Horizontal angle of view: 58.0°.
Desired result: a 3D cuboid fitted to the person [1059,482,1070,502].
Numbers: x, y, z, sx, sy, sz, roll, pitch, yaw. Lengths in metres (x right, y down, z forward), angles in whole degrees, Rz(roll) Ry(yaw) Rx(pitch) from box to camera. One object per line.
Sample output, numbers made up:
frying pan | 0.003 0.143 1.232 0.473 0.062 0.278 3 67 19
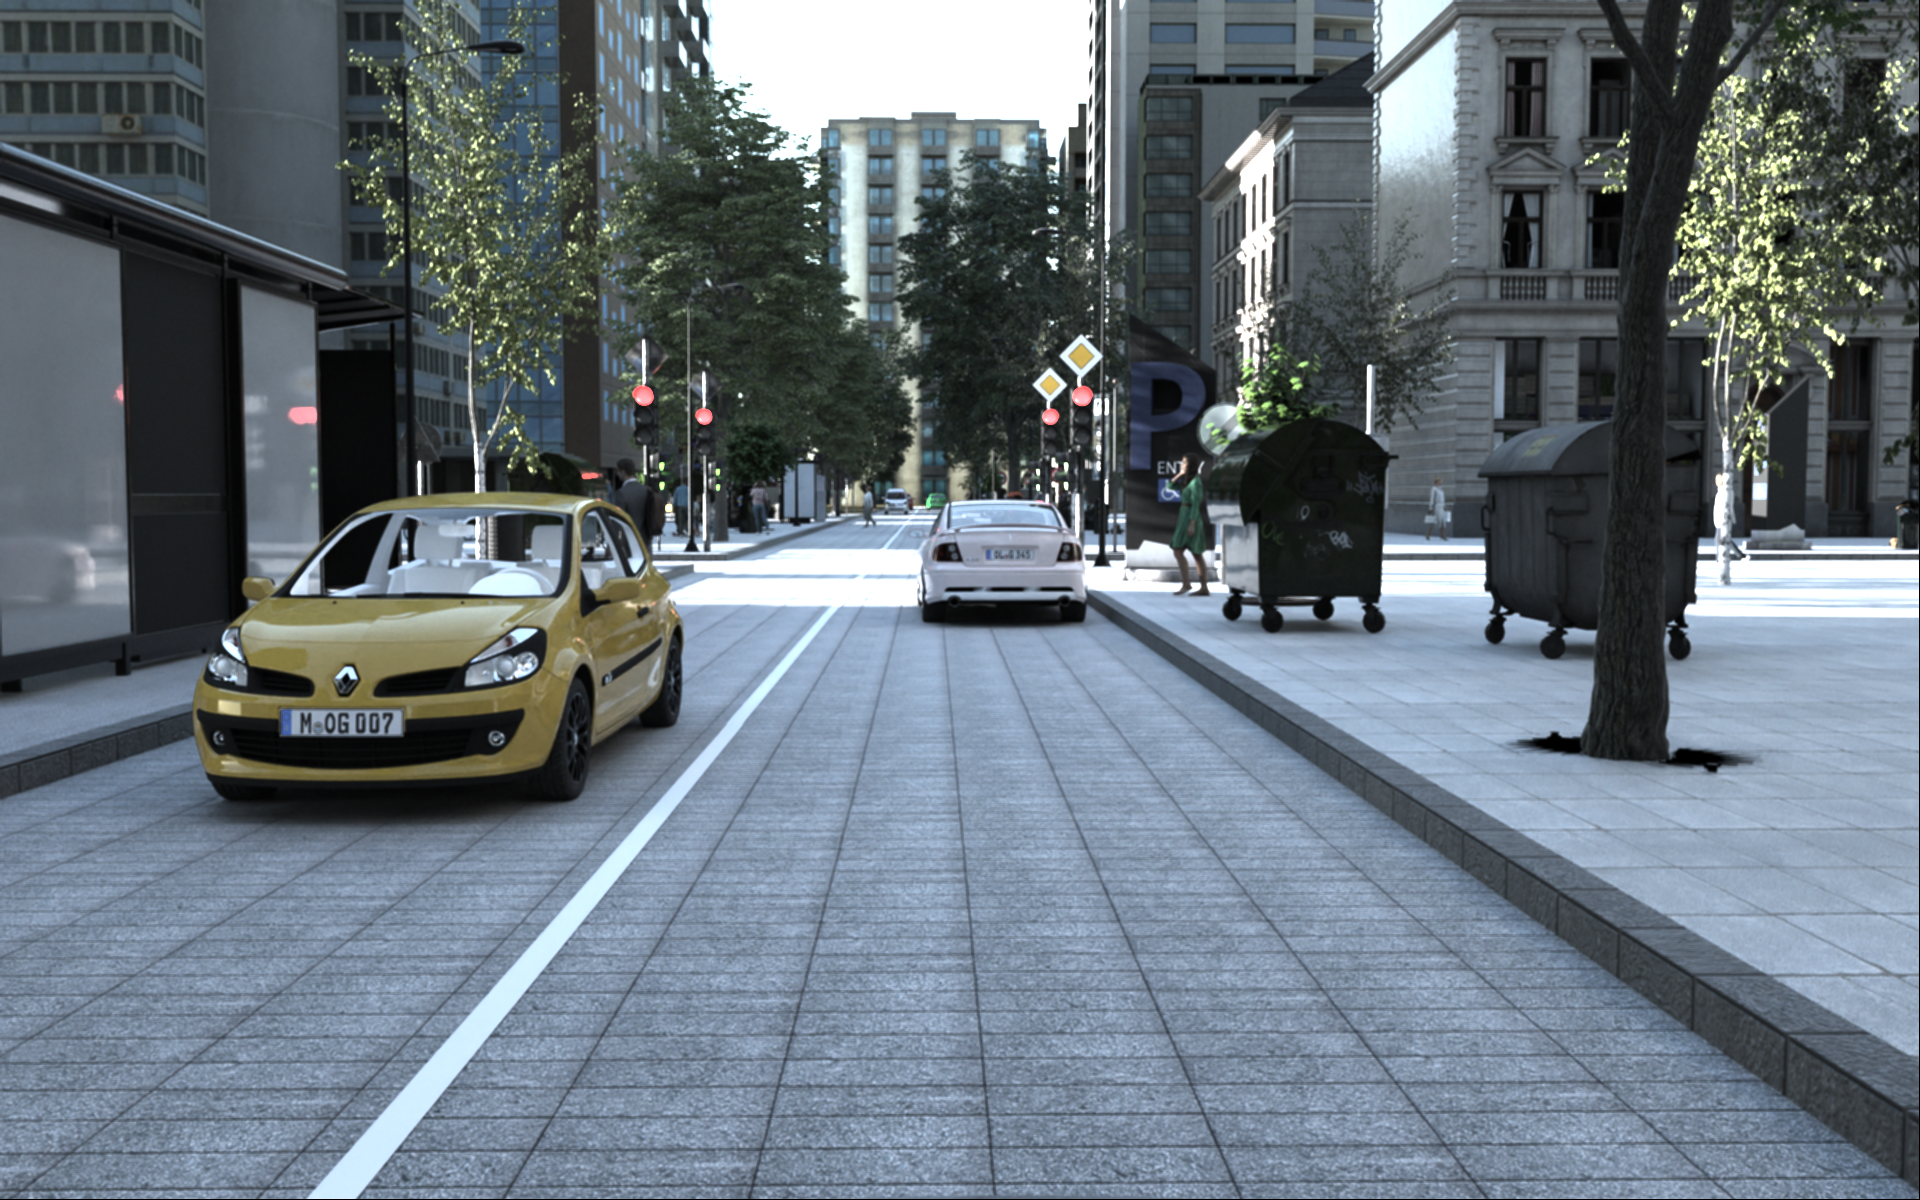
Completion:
person | 4.451 -4.179 74.348 0.573 1.828 0.580 -3 5 -44

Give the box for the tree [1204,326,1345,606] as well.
tree | 3.586 -1.563 20.158 1.663 3.219 1.824 0 3 0

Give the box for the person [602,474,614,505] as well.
person | -9.442 -2.447 46.076 0.581 1.822 0.654 -1 4 -21

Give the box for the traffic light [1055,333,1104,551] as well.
traffic light | 2.103 -2.541 30.462 0.839 4.253 0.868 0 4 -1

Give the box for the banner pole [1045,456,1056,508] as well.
banner pole | 4.643 -6.014 88.347 0.863 3.779 0.401 1 4 13

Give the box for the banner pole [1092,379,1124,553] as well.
banner pole | 3.211 -2.926 37.855 0.863 3.779 0.401 3 5 42

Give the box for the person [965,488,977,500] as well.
person | 0.906 -8.611 146.847 1.348 1.821 0.705 2 4 35

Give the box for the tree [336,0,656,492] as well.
tree | -6.818 -4.585 25.328 4.737 8.622 4.395 0 3 0

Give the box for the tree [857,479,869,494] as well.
tree | -9.135 -10.791 171.029 1.663 3.219 1.824 0 3 0

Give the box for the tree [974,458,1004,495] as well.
tree | 1.798 -5.949 91.860 1.663 3.219 1.824 0 3 0

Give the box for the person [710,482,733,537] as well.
person | -7.072 -2.716 51.280 0.643 1.720 0.563 2 4 27

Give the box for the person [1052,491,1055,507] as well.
person | 4.965 -5.392 94.552 0.624 1.780 0.694 -1 4 -13

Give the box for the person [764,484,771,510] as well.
person | -9.674 -4.834 85.257 0.728 1.800 0.709 3 5 40

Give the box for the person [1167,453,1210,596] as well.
person | 2.907 -0.943 21.715 0.529 1.795 0.600 -1 4 -13

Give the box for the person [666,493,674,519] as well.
person | -14.302 -5.032 88.530 1.509 1.804 0.699 -2 4 -26

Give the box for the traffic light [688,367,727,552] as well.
traffic light | -5.590 -3.020 38.305 0.839 4.253 0.868 0 4 -1

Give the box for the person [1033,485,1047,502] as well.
person | 2.743 -3.135 57.420 0.709 1.813 0.853 -3 5 -41

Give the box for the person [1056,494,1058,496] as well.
person | 9.739 -10.684 180.656 1.348 1.831 0.705 -1 4 -18

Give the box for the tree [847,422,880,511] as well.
tree | -7.971 -11.110 132.012 4.360 8.622 3.978 0 3 0

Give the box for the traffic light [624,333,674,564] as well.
traffic light | -5.457 -2.532 30.321 0.839 4.253 0.868 0 4 -1

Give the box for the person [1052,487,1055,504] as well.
person | 6.828 -7.418 127.282 0.705 1.831 1.348 0 4 5

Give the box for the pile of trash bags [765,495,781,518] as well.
pile of trash bags | -9.779 -5.067 92.592 1.912 1.369 3.447 0 4 8

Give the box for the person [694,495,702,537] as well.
person | -7.869 -2.514 51.832 0.352 1.250 0.332 1 4 14

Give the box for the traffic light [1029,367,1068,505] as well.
traffic light | 1.970 -3.029 38.446 0.839 4.253 0.868 0 4 -1

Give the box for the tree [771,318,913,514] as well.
tree | -7.842 -11.858 110.886 9.611 12.733 9.660 0 3 0

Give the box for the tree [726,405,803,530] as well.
tree | -7.413 -4.768 61.678 4.285 4.588 4.351 0 3 0

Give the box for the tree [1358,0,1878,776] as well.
tree | 3.419 -5.034 8.067 9.928 11.665 9.643 0 3 0

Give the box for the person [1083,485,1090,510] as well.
person | 7.528 -6.006 104.223 0.713 1.824 0.794 1 4 23

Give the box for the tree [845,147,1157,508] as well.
tree | 2.153 -9.625 64.022 9.857 13.997 8.962 0 3 0

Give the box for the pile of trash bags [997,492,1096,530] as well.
pile of trash bags | 3.285 -3.167 61.532 3.447 1.369 1.912 -1 4 -18

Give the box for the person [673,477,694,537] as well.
person | -8.151 -2.733 51.073 0.601 1.785 0.444 1 4 11

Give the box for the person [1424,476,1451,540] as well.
person | 13.216 -2.542 47.961 0.694 1.780 0.624 -2 4 -32

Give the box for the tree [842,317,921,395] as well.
tree | -10.894 -19.774 179.188 12.611 20.169 13.585 0 3 0

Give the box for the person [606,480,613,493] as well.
person | -13.541 -3.666 65.965 0.580 1.828 0.573 -2 4 -30

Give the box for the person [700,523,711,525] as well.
person | -10.341 -3.967 70.995 0.635 1.810 0.391 0 4 3

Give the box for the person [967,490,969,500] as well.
person | 0.812 -10.251 174.089 0.568 1.767 0.683 2 4 34

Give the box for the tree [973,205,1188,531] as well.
tree | 2.780 -5.740 44.214 4.360 8.622 3.978 0 3 0

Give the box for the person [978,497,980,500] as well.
person | 1.601 -7.062 124.736 0.421 1.427 0.697 -2 4 -29

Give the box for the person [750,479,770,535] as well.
person | -6.267 -2.937 54.657 0.593 1.750 0.643 -2 4 -26

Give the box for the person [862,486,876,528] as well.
person | -3.885 -4.009 74.281 0.641 1.798 0.478 -1 4 -17

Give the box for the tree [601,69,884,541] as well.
tree | -6.192 -7.881 46.984 7.486 12.596 7.792 0 3 0
